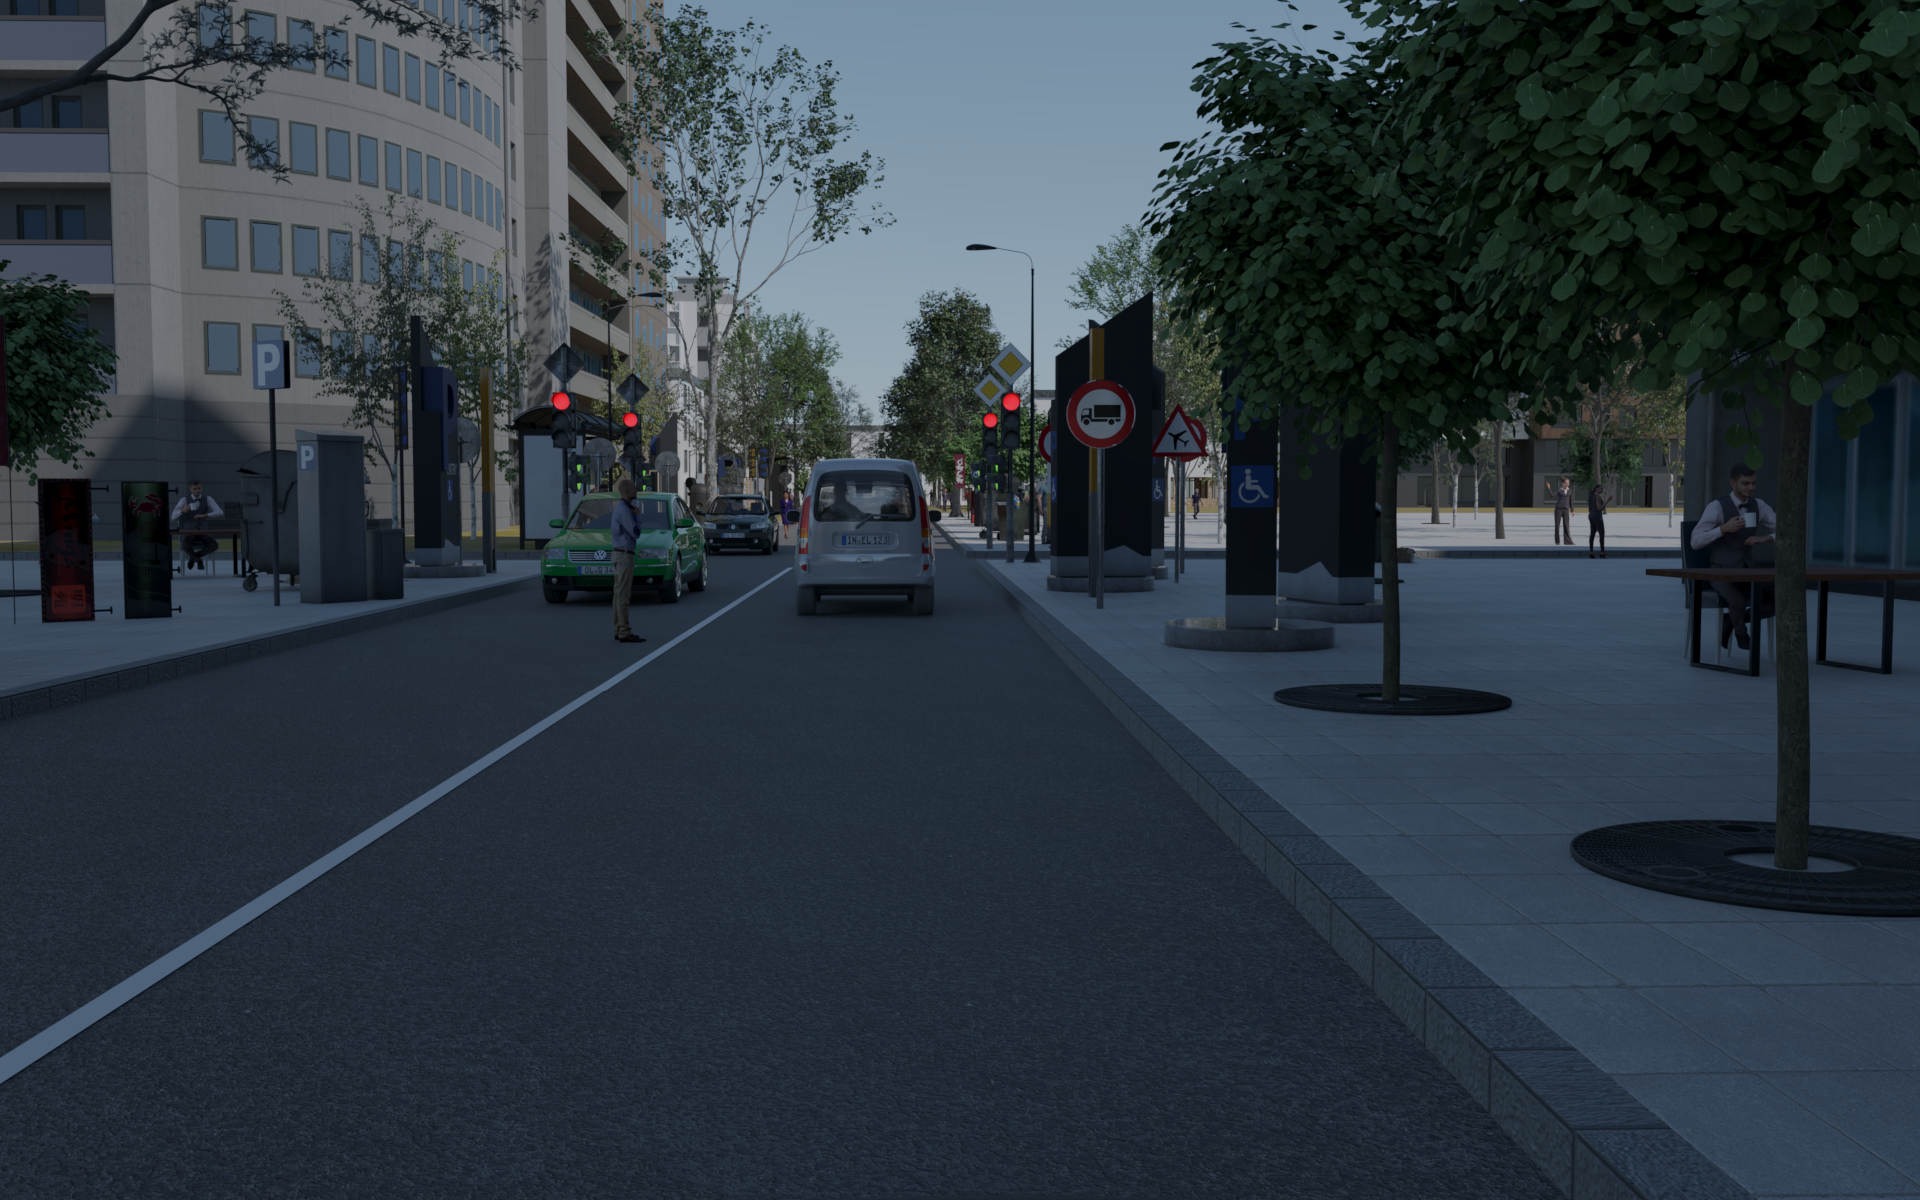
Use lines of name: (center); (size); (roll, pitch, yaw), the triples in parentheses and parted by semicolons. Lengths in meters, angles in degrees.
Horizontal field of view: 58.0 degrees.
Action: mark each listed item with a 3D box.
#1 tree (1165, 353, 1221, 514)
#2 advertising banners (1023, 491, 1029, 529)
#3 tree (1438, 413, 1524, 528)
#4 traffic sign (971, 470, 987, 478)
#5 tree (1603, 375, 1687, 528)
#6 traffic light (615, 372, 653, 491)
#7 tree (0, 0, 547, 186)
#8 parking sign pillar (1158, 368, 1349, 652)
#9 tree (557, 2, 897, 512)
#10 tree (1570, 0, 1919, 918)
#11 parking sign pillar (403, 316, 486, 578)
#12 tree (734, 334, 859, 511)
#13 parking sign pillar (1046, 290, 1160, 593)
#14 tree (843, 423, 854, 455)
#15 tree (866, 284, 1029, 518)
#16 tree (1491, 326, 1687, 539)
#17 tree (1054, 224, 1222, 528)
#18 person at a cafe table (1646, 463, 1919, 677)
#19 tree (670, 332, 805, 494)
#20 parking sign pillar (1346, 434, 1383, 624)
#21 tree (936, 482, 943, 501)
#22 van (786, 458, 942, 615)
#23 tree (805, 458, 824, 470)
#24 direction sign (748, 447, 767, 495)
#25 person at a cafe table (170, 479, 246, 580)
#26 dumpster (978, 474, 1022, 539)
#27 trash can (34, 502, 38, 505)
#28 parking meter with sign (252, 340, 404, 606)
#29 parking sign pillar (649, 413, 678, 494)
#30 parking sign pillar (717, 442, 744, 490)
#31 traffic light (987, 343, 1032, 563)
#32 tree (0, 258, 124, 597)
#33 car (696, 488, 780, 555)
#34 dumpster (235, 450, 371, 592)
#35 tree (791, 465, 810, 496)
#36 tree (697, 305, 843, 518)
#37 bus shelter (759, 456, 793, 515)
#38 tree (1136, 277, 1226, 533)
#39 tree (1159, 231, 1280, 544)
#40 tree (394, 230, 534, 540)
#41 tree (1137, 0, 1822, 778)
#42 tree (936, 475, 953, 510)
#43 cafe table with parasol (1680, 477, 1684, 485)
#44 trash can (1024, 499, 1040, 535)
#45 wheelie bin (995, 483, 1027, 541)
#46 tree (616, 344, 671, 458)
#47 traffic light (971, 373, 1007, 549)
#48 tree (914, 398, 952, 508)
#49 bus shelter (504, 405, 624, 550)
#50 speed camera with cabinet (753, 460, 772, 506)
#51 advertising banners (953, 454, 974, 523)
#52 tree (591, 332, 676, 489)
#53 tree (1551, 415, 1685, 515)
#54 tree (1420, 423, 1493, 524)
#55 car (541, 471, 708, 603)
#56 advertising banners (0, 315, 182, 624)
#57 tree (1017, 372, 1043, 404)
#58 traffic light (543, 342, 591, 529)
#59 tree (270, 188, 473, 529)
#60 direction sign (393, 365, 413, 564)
tree: (13.858, -10.791, 110.839); (8.767, 10.594, 7.601); (-1, 4, -18)
advertising banners: (1.989, -4.054, 62.465); (0.090, 3.025, 2.074); (3, 4, 37)
tree: (19.097, -7.068, 65.930); (4.360, 8.622, 3.978); (0, 3, 0)
traffic sign: (0.859, -4.445, 72.780); (0.768, 2.556, 0.104); (0, 4, 7)
tree: (26.971, -7.067, 65.906); (4.737, 8.622, 4.395); (0, 3, 0)
traffic light: (-7.542, -3.127, 40.050); (0.839, 4.253, 0.868); (0, 4, -2)
tree: (-7.007, -6.120, 10.428); (12.009, 13.543, 11.850); (0, 3, 0)
parking sign pillar: (2.465, -1.601, 14.648); (1.447, 3.967, 1.447); (1, 4, 9)
tree: (-8.797, -12.836, 65.758); (12.611, 20.169, 13.585); (0, 3, 0)
tree: (2.929, -1.354, 5.858); (4.285, 4.588, 4.351); (0, 3, 0)
parking sign pillar: (-8.142, -2.351, 26.909); (1.447, 3.967, 1.447); (0, 4, -4)
tree: (-11.692, -12.569, 122.508); (9.611, 12.733, 9.660); (0, 3, 0)
parking sign pillar: (1.881, -2.116, 23.074); (1.447, 3.967, 1.447); (-1, 4, -9)
tree: (-12.195, -13.423, 169.831); (4.360, 8.622, 3.978); (0, 3, 0)
tree: (-0.324, -10.865, 94.644); (9.611, 12.733, 9.660); (0, 3, 0)
tree: (15.078, -7.015, 49.113); (7.601, 10.594, 8.767); (0, 4, -5)
tree: (7.414, -8.558, 65.674); (9.928, 11.665, 9.643); (0, 3, 0)
person at a cafe table: (5.981, -0.266, 12.866); (1.698, 1.524, 1.622); (-1, 4, -9)
tree: (-9.997, -7.822, 78.245); (4.360, 8.622, 3.978); (0, 3, 0)
parking sign pillar: (3.759, -1.790, 17.743); (1.447, 3.967, 1.447); (-1, 4, -17)
tree: (-2.334, -14.767, 191.807); (4.360, 8.622, 3.978); (0, 3, 0)
van: (-1.208, -0.908, 21.850); (2.013, 2.044, 4.112); (0, 4, -3)
tree: (-12.764, -11.941, 145.603); (4.360, 8.622, 3.978); (0, 3, 0)
direction sign: (-9.649, -5.548, 82.711); (0.876, 3.537, 0.379); (0, 4, 1)
person at a cafe table: (-11.738, -1.114, 26.726); (1.698, 1.524, 1.622); (-2, 4, -32)
dumpster: (1.170, -2.675, 49.491); (1.264, 1.857, 1.865); (0, 4, -2)
trash can: (-16.747, -1.254, 32.149); (0.748, 1.137, 0.748); (0, 3, 0)
parking meter with sign: (-7.410, -1.481, 20.483); (0.543, 3.016, 1.738); (2, 4, 31)
parking sign pillar: (-9.712, -4.178, 56.778); (1.447, 3.967, 1.447); (1, 4, 16)
parking sign pillar: (-11.384, -5.959, 85.908); (1.447, 3.967, 1.447); (0, 4, -2)
traffic light: (0.922, -2.655, 32.338); (0.839, 4.253, 0.868); (0, 4, -2)
tree: (-12.320, -2.330, 21.811); (4.285, 4.588, 4.351); (0, 3, 0)
car: (-5.324, -1.965, 41.912); (2.009, 1.686, 4.222); (0, 4, -3)
dumpster: (-8.852, -1.079, 23.396); (1.264, 1.857, 1.865); (0, 4, -2)
tree: (-10.424, -7.337, 114.563); (1.663, 3.219, 1.824); (0, 3, 0)
tree: (-10.441, -10.318, 94.448); (9.928, 11.665, 9.643); (0, 3, 0)
bus shelter: (-11.544, -7.195, 108.928); (1.731, 3.624, 6.357); (0, 4, -2)
tree: (7.411, -6.460, 55.979); (4.360, 8.622, 3.978); (0, 3, 0)
tree: (8.337, -6.103, 50.154); (4.737, 8.622, 4.395); (0, 3, 0)
tree: (-13.640, -5.984, 48.208); (4.737, 8.622, 4.395); (0, 3, 0)
tree: (2.692, -1.649, 10.674); (4.285, 4.588, 4.351); (0, 3, 0)
tree: (-0.910, -9.148, 144.177); (1.663, 3.219, 1.824); (0, 3, 0)
cafe table with parasol: (12.669, -1.379, 27.411); (2.610, 1.966, 2.610); (0, 4, 6)
trash can: (2.190, -2.590, 54.000); (0.748, 1.137, 0.748); (0, 3, 0)
wheelie bin: (1.410, -2.424, 47.534); (0.693, 1.594, 0.980); (-3, 4, -38)
tree: (-14.678, -8.189, 84.259); (4.360, 8.622, 3.978); (0, 3, 0)
traffic light: (0.675, -3.144, 40.319); (0.839, 4.253, 0.868); (0, 4, -2)
tree: (-1.898, -14.727, 158.913); (7.486, 12.596, 7.792); (0, 3, 0)
bus shelter: (-9.449, -2.959, 42.306); (2.014, 3.302, 5.546); (0, 4, -2)
speed camera with cabinet: (-11.429, -6.482, 100.309); (0.660, 3.252, 2.038); (-1, 4, -21)
advertising banners: (0.729, -4.852, 75.525); (2.074, 3.025, 0.090); (-1, 4, -11)
tree: (-15.045, -7.880, 79.197); (4.737, 8.622, 4.395); (0, 3, 0)
tree: (48.092, -8.819, 107.104); (20.602, 7.101, 11.467); (-1, 4, -14)
tree: (20.250, -9.054, 73.783); (9.928, 11.665, 9.643); (0, 3, 0)
car: (-4.609, -0.939, 24.151); (1.959, 1.807, 4.718); (0, 4, -1)
advertising banners: (-8.930, -1.293, 17.325); (2.074, 3.025, 0.090); (-3, 5, -40)
tree: (0.028, -12.143, 108.915); (12.009, 13.543, 11.850); (0, 3, 0)
traffic light: (-7.295, -2.639, 32.069); (0.839, 4.253, 0.868); (0, 4, -2)
tree: (-13.749, -5.557, 41.226); (4.360, 8.622, 3.978); (0, 3, 0)
direction sign: (-9.924, -2.372, 30.787); (0.379, 3.537, 0.876); (-2, 4, -32)
